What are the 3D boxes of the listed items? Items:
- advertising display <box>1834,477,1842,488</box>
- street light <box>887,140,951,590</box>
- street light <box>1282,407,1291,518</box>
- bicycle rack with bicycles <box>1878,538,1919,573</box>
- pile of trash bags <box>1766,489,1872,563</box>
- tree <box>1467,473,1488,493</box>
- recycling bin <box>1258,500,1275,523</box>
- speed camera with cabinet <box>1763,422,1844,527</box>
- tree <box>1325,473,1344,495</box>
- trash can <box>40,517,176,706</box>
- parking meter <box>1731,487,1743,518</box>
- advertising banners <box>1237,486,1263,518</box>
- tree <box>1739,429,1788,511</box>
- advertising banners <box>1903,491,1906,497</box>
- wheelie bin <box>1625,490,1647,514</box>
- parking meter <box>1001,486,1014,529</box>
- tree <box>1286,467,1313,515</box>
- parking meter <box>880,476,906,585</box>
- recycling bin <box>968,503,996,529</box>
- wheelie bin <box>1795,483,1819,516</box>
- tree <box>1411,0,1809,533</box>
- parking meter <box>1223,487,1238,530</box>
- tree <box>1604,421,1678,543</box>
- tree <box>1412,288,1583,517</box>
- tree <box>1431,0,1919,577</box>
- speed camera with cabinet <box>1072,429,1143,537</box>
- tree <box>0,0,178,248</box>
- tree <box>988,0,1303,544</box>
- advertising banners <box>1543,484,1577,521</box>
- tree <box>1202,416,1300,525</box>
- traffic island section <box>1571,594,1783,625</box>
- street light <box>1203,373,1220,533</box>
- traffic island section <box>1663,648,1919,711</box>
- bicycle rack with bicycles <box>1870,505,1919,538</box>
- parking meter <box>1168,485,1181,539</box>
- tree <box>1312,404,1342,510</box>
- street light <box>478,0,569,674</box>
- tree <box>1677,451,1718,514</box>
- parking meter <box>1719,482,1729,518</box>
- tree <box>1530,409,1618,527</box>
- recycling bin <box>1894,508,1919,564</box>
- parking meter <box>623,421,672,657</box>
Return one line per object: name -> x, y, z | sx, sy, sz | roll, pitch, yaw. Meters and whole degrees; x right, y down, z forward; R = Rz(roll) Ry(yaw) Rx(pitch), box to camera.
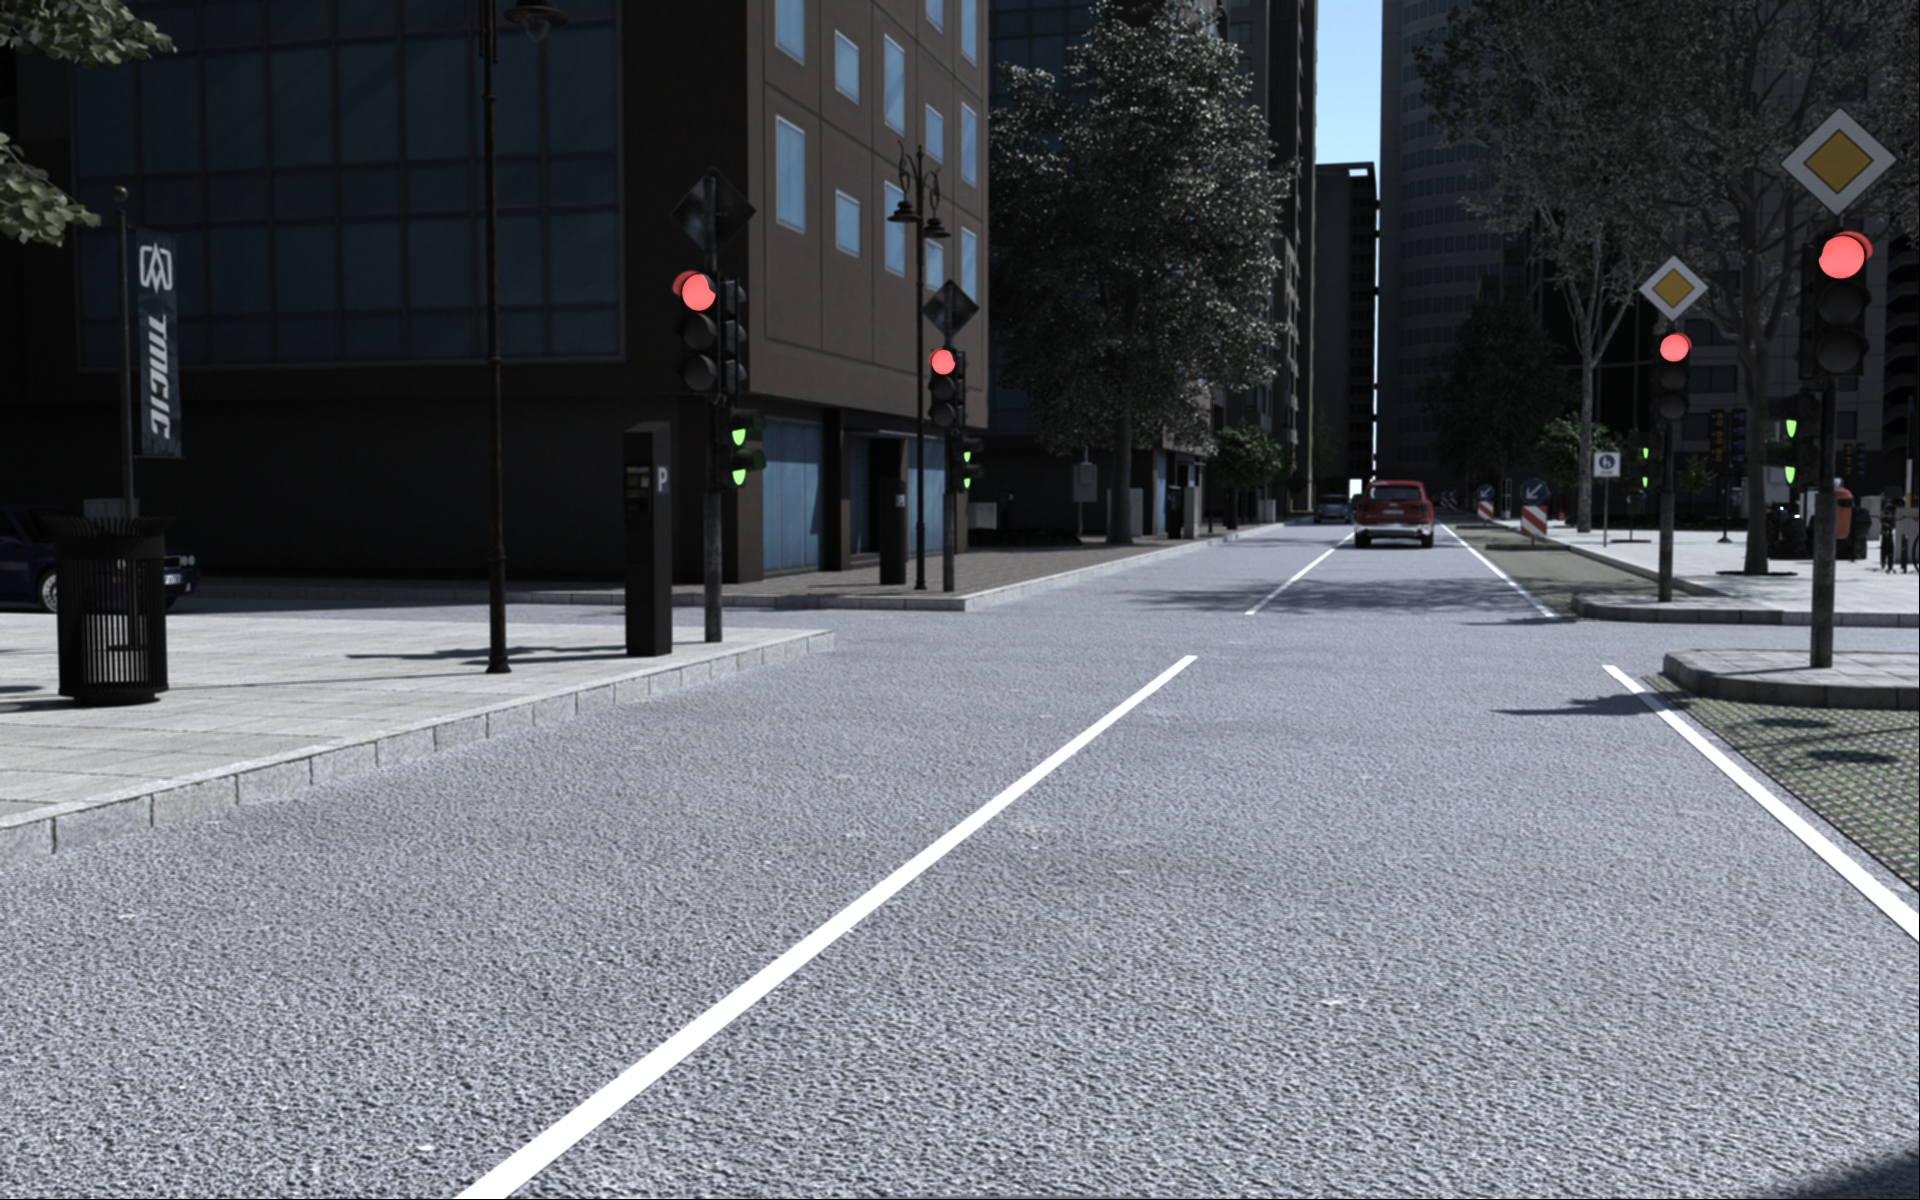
advertising display -> 33.812, -3.784, 67.077 | 0.974, 1.923, 0.123 | -2, 4, -35
street light -> -0.529, -3.076, 23.076 | 0.468, 5.910, 1.993 | 1, 4, 14
street light -> 17.317, -7.295, 92.066 | 0.468, 5.910, 1.993 | 1, 4, 14
bicycle rack with bicycles -> 16.303, -0.914, 28.325 | 2.852, 0.926, 2.925 | 2, 4, 28
pile of trash bags -> 16.808, -1.476, 33.884 | 1.912, 1.369, 3.447 | 1, 4, 12
tree -> 38.214, -8.156, 127.945 | 1.663, 3.219, 1.824 | 0, 3, 0
recycling bin -> 13.441, -3.879, 75.970 | 0.722, 1.027, 0.722 | 1, 4, 14
speed camera with cabinet -> 22.231, -3.145, 45.760 | 2.038, 3.252, 0.660 | 1, 4, 11
tree -> 34.209, -10.025, 158.505 | 1.663, 3.219, 1.824 | 0, 3, 0
trash can -> -5.221, 0.061, 10.660 | 0.748, 1.137, 0.748 | 0, 3, 0
parking meter -> 28.696, -3.400, 64.001 | 0.372, 1.533, 0.369 | 0, 3, 0
advertising banners -> 15.783, -5.974, 93.866 | 0.090, 3.025, 2.074 | -2, 4, -35
tree -> 39.580, -6.138, 84.070 | 4.285, 4.588, 4.351 | 0, 3, 0
advertising banners -> 42.950, -5.041, 78.610 | 0.090, 3.025, 2.074 | 2, 4, 33
wheelie bin -> 29.957, -4.207, 76.692 | 0.980, 1.594, 0.693 | -3, 4, -36
parking meter -> 1.453, -2.728, 53.015 | 0.372, 1.533, 0.369 | 0, 3, 0
tree -> 20.872, -6.938, 108.045 | 1.663, 3.219, 1.824 | 0, 3, 0
parking meter -> -0.955, -0.990, 24.590 | 0.372, 1.533, 0.369 | 0, 3, 0
recycling bin -> 0.566, -2.301, 50.182 | 0.722, 1.027, 0.722 | -2, 4, -31
wheelie bin -> 25.176, -2.651, 51.245 | 0.693, 1.594, 0.980 | 0, 4, -6
tree -> 21.988, -12.251, 56.187 | 12.611, 20.169, 13.585 | 0, 3, 0
parking meter -> 9.813, -3.305, 62.450 | 0.372, 1.533, 0.369 | 0, 3, 0
tree -> 17.871, -3.141, 45.951 | 1.663, 3.219, 1.824 | 0, 3, 0
tree -> 30.308, -11.005, 96.943 | 9.611, 12.733, 9.660 | 0, 3, 0
tree -> 12.586, -7.146, 27.207 | 12.009, 13.543, 11.850 | 0, 3, 0
speed camera with cabinet -> 4.384, -3.496, 51.503 | 2.038, 3.252, 0.660 | 0, 4, -4
tree -> -6.041, -5.369, 5.914 | 7.486, 12.596, 7.792 | 0, 3, 0
tree -> 4.139, -8.422, 44.351 | 9.857, 13.997, 8.962 | 0, 3, 0
advertising banners -> 29.174, -5.372, 84.025 | 2.074, 3.025, 0.090 | -1, 4, -20
tree -> 11.792, -5.423, 72.380 | 4.285, 4.588, 4.351 | 0, 3, 0
traffic island section -> 8.394, 0.104, 20.573 | 2.009, 0.180, 2.903 | 1, 4, 14
street light -> 8.302, -5.165, 57.238 | 0.468, 5.910, 1.993 | 1, 4, 14
traffic island section -> 6.405, 0.578, 12.839 | 2.009, 0.180, 2.903 | 1, 4, 14
bicycle rack with bicycles -> 28.994, -2.567, 55.359 | 2.925, 0.926, 2.852 | -3, 5, -44
parking meter -> 6.126, -2.510, 49.448 | 0.372, 1.533, 0.369 | 0, 3, 0
tree -> 29.082, -11.709, 141.808 | 4.737, 8.622, 4.395 | 0, 3, 0
street light -> -3.317, -2.415, 12.270 | 0.468, 5.910, 1.993 | 1, 4, 14
tree -> 32.484, -5.029, 76.820 | 1.663, 3.219, 1.824 | 0, 3, 0
parking meter -> 35.971, -4.640, 81.568 | 0.399, 1.863, 0.255 | 2, 4, 35
tree -> 23.747, -5.094, 66.997 | 4.285, 4.588, 4.351 | 0, 3, 0
recycling bin -> 17.980, -1.207, 32.287 | 0.722, 1.027, 0.722 | -1, 4, -15
parking meter -> -2.480, -0.492, 13.756 | 0.255, 1.863, 0.399 | 1, 4, 15
